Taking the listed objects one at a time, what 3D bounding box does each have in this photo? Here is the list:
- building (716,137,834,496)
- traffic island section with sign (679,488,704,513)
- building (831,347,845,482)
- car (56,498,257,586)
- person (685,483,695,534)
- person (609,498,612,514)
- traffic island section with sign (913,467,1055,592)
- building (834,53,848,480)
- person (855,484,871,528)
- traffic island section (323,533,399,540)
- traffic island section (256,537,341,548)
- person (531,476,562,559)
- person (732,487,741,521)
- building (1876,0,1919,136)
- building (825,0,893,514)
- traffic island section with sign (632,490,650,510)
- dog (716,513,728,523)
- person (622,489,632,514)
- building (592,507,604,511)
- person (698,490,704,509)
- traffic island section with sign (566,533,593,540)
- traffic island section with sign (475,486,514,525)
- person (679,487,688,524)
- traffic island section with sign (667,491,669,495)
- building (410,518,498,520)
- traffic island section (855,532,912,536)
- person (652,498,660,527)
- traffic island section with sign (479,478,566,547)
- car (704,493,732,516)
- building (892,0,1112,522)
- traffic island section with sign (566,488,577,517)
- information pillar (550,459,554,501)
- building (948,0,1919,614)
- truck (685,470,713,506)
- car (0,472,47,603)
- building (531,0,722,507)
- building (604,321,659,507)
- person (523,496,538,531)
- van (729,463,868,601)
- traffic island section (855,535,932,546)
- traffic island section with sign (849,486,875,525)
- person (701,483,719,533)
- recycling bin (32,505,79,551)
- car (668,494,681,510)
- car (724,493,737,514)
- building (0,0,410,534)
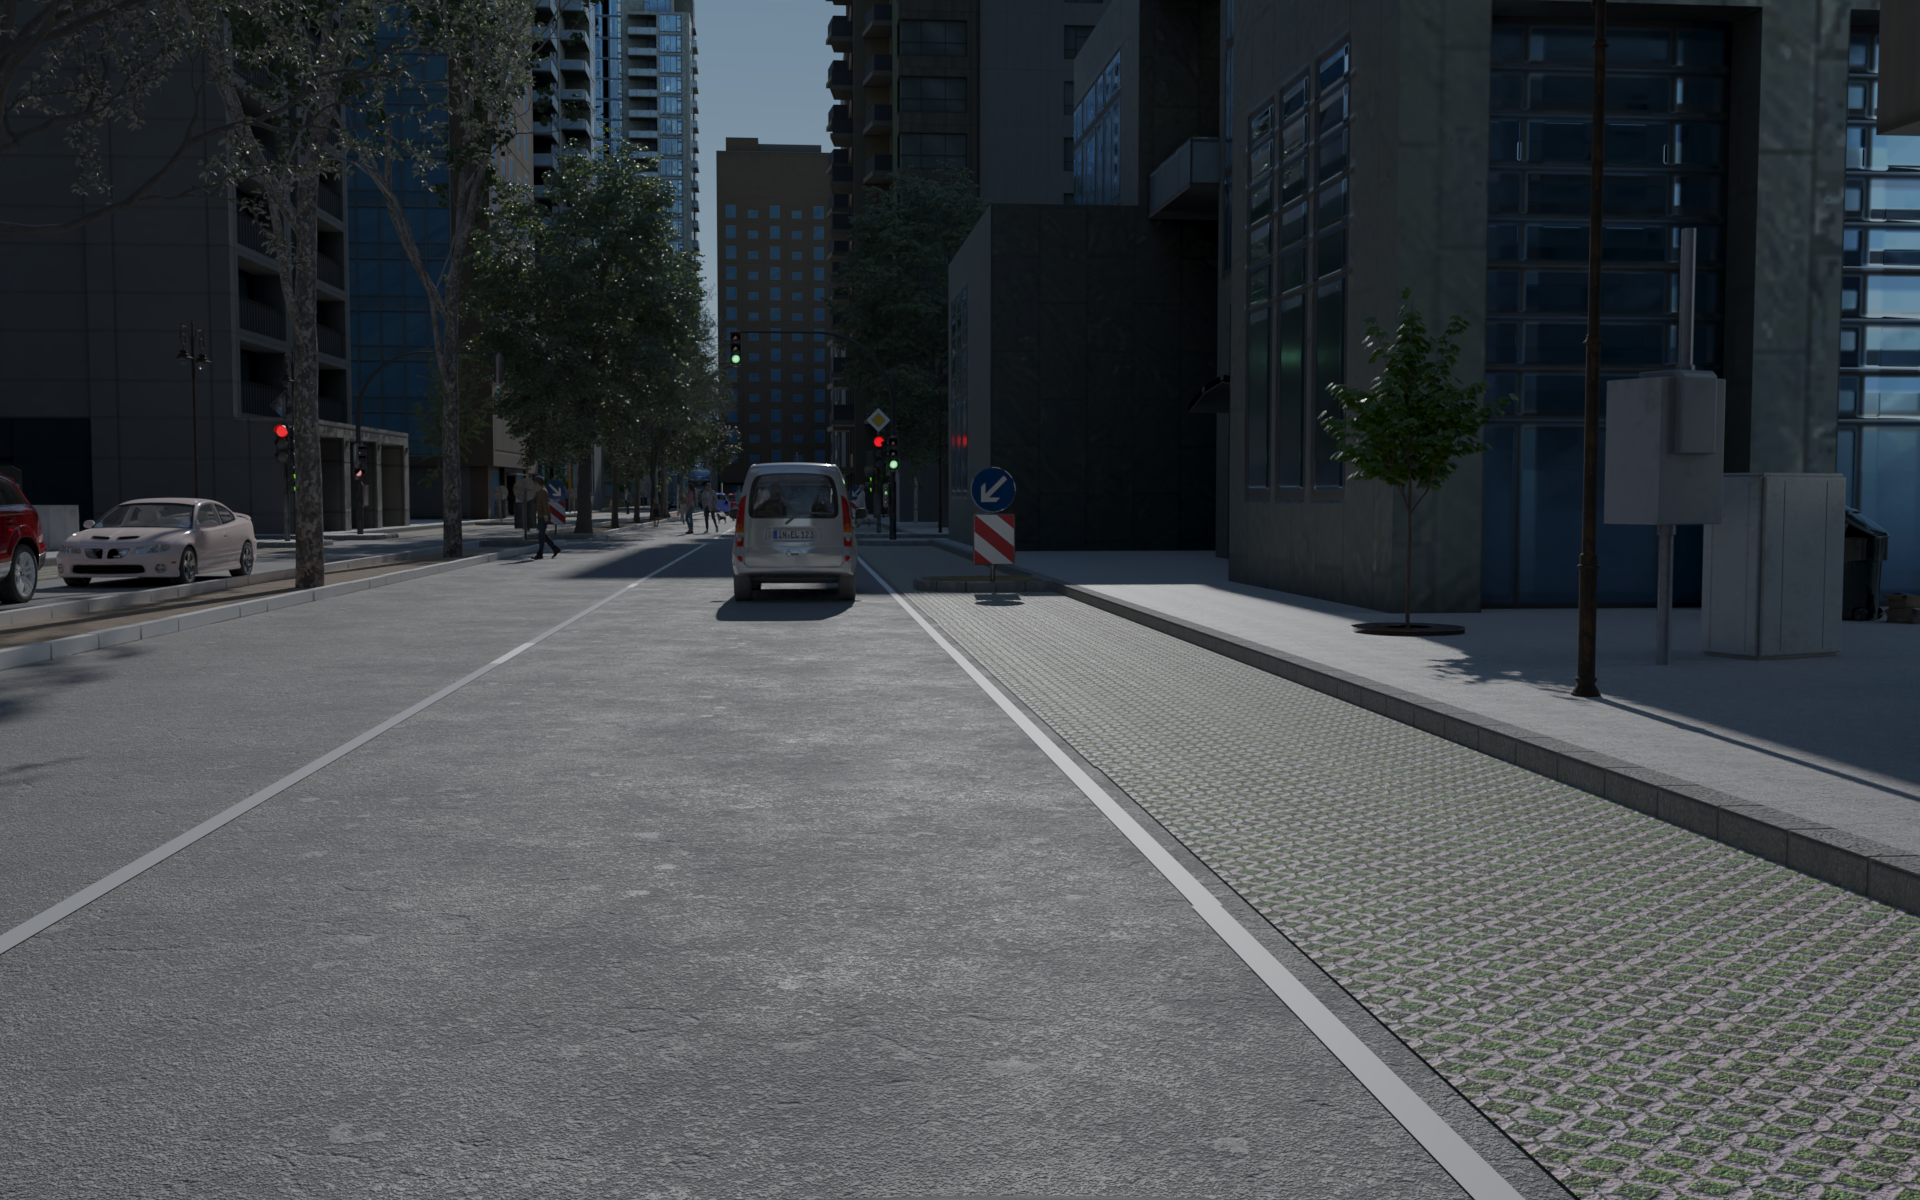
[{"bbox_3d":[-23.471,-34.915,220.974,14.200,45.320,14.600,0,4,-5],"label":"building"},{"bbox_3d":[-20.047,-7.464,130.179,2.006,1.907,1.989,0,4,-5],"label":"traffic island section with sign"},{"bbox_3d":[-0.316,-21.373,194.493,27.650,21.520,28.899,0,4,-5],"label":"building"},{"bbox_3d":[-13.105,-0.988,28.508,2.083,1.381,4.827,0,4,-5],"label":"car"},{"bbox_3d":[-9.734,-3.300,62.458,0.388,1.821,0.555,-1,4,-12],"label":"person"},{"bbox_3d":[-23.361,-6.268,115.988,0.505,1.210,0.382,3,5,43],"label":"person"},{"bbox_3d":[0.310,-1.065,26.045,1.989,1.847,2.006,0,4,-5],"label":"traffic island section with sign"},{"bbox_3d":[-4.677,-31.901,171.684,14.600,45.320,14.200,0,4,-5],"label":"building"},{"bbox_3d":[-4.106,-3.964,73.187,0.818,1.842,0.514,-2,4,-26],"label":"person"},{"bbox_3d":[-19.105,-2.009,55.131,2.009,0.180,2.903,0,4,-5],"label":"traffic island section"},{"bbox_3d":[-18.340,-1.523,47.182,2.009,0.180,2.903,0,4,-5],"label":"traffic island section"},{"bbox_3d":[-9.246,-1.839,38.484,0.656,1.842,0.836,3,5,41],"label":"person"},{"bbox_3d":[-12.086,-5.239,94.025,0.748,1.841,0.638,-1,4,-16],"label":"person"},{"bbox_3d":[10.708,-19.525,2.833,14.154,41.232,14.086,0,4,-5],"label":"building"},{"bbox_3d":[2.142,-28.312,117.527,22.147,44.769,28.867,0,4,-5],"label":"building"},{"bbox_3d":[-28.518,-9.042,156.459,1.989,1.847,2.006,0,4,-5],"label":"traffic island section with sign"},{"bbox_3d":[-11.599,-3.984,84.421,0.406,0.507,0.540,1,4,19],"label":"dog"},{"bbox_3d":[-23.551,-6.945,122.455,0.661,1.777,0.834,1,4,13],"label":"person"},{"bbox_3d":[-40.727,-50.736,142.209,22.319,86.520,31.000,0,4,-5],"label":"building"},{"bbox_3d":[-24.368,-9.504,163.893,1.348,1.823,0.705,3,5,41],"label":"person"},{"bbox_3d":[-12.847,-2.890,55.385,2.006,1.907,1.989,0,4,-5],"label":"traffic island section with sign"},{"bbox_3d":[-21.154,-4.351,79.770,1.989,1.847,2.006,0,4,-5],"label":"traffic island section with sign"},{"bbox_3d":[-13.202,-4.519,82.942,0.519,1.759,0.362,-2,4,-28],"label":"person"},{"bbox_3d":[-31.109,-10.683,183.290,1.989,1.847,2.006,0,4,-5],"label":"traffic island section with sign"},{"bbox_3d":[-30.902,-27.021,91.903,14.600,45.320,14.200,0,4,-5],"label":"building"},{"bbox_3d":[-2.639,-2.105,56.703,2.009,0.180,2.903,0,4,-5],"label":"traffic island section"},{"bbox_3d":[-13.279,-3.825,75.706,0.362,1.253,0.373,1,4,13],"label":"person"},{"bbox_3d":[-12.147,-2.439,48.011,2.006,1.907,1.989,0,4,-5],"label":"traffic island section with sign"},{"bbox_3d":[-16.041,-6.408,114.358,1.945,1.707,3.694,0,4,-6],"label":"car"},{"bbox_3d":[3.558,-19.219,85.939,14.160,30.474,14.107,0,4,-5],"label":"building"},{"bbox_3d":[-23.755,-6.008,106.855,1.989,1.847,2.006,0,4,-5],"label":"traffic island section with sign"},{"bbox_3d":[-25.832,-7.233,109.617,0.183,3.616,0.504,0,4,7],"label":"information pillar"},{"bbox_3d":[12.265,-44.009,32.225,22.319,86.520,31.000,0,4,-5],"label":"building"},{"bbox_3d":[-29.501,-12.692,197.264,2.967,4.110,18.799,0,4,-7],"label":"truck"},{"bbox_3d":[-13.148,-0.764,21.170,2.281,1.827,5.304,0,4,-5],"label":"car"},{"bbox_3d":[-46.549,-55.586,221.496,31.000,86.520,22.319,0,4,-5],"label":"building"},{"bbox_3d":[-48.881,-21.105,190.098,28.899,21.520,27.650,0,4,-5],"label":"building"},{"bbox_3d":[-16.595,-3.587,67.108,0.822,1.834,0.622,-3,5,-42],"label":"person"},{"bbox_3d":[-2.311,-1.078,24.633,2.013,2.044,4.112,0,4,-4],"label":"van"},{"bbox_3d":[-1.874,-1.619,48.755,2.009,0.180,2.903,0,4,-5],"label":"traffic island section"},{"bbox_3d":[-5.042,-4.474,81.775,1.989,1.847,2.006,0,4,-5],"label":"traffic island section with sign"},{"bbox_3d":[-9.246,-3.409,64.083,0.661,1.843,0.795,1,4,15],"label":"person"},{"bbox_3d":[-20.589,-1.644,39.427,0.722,1.027,0.722,2,4,29],"label":"recycling bin"},{"bbox_3d":[-25.506,-8.914,155.523,2.009,1.686,4.222,0,4,-6],"label":"car"},{"bbox_3d":[-16.027,-7.061,124.483,2.155,1.783,4.494,0,4,-7],"label":"car"},{"bbox_3d":[-32.010,-38.183,62.541,20.563,71.187,20.611,0,4,-5],"label":"building"}]
